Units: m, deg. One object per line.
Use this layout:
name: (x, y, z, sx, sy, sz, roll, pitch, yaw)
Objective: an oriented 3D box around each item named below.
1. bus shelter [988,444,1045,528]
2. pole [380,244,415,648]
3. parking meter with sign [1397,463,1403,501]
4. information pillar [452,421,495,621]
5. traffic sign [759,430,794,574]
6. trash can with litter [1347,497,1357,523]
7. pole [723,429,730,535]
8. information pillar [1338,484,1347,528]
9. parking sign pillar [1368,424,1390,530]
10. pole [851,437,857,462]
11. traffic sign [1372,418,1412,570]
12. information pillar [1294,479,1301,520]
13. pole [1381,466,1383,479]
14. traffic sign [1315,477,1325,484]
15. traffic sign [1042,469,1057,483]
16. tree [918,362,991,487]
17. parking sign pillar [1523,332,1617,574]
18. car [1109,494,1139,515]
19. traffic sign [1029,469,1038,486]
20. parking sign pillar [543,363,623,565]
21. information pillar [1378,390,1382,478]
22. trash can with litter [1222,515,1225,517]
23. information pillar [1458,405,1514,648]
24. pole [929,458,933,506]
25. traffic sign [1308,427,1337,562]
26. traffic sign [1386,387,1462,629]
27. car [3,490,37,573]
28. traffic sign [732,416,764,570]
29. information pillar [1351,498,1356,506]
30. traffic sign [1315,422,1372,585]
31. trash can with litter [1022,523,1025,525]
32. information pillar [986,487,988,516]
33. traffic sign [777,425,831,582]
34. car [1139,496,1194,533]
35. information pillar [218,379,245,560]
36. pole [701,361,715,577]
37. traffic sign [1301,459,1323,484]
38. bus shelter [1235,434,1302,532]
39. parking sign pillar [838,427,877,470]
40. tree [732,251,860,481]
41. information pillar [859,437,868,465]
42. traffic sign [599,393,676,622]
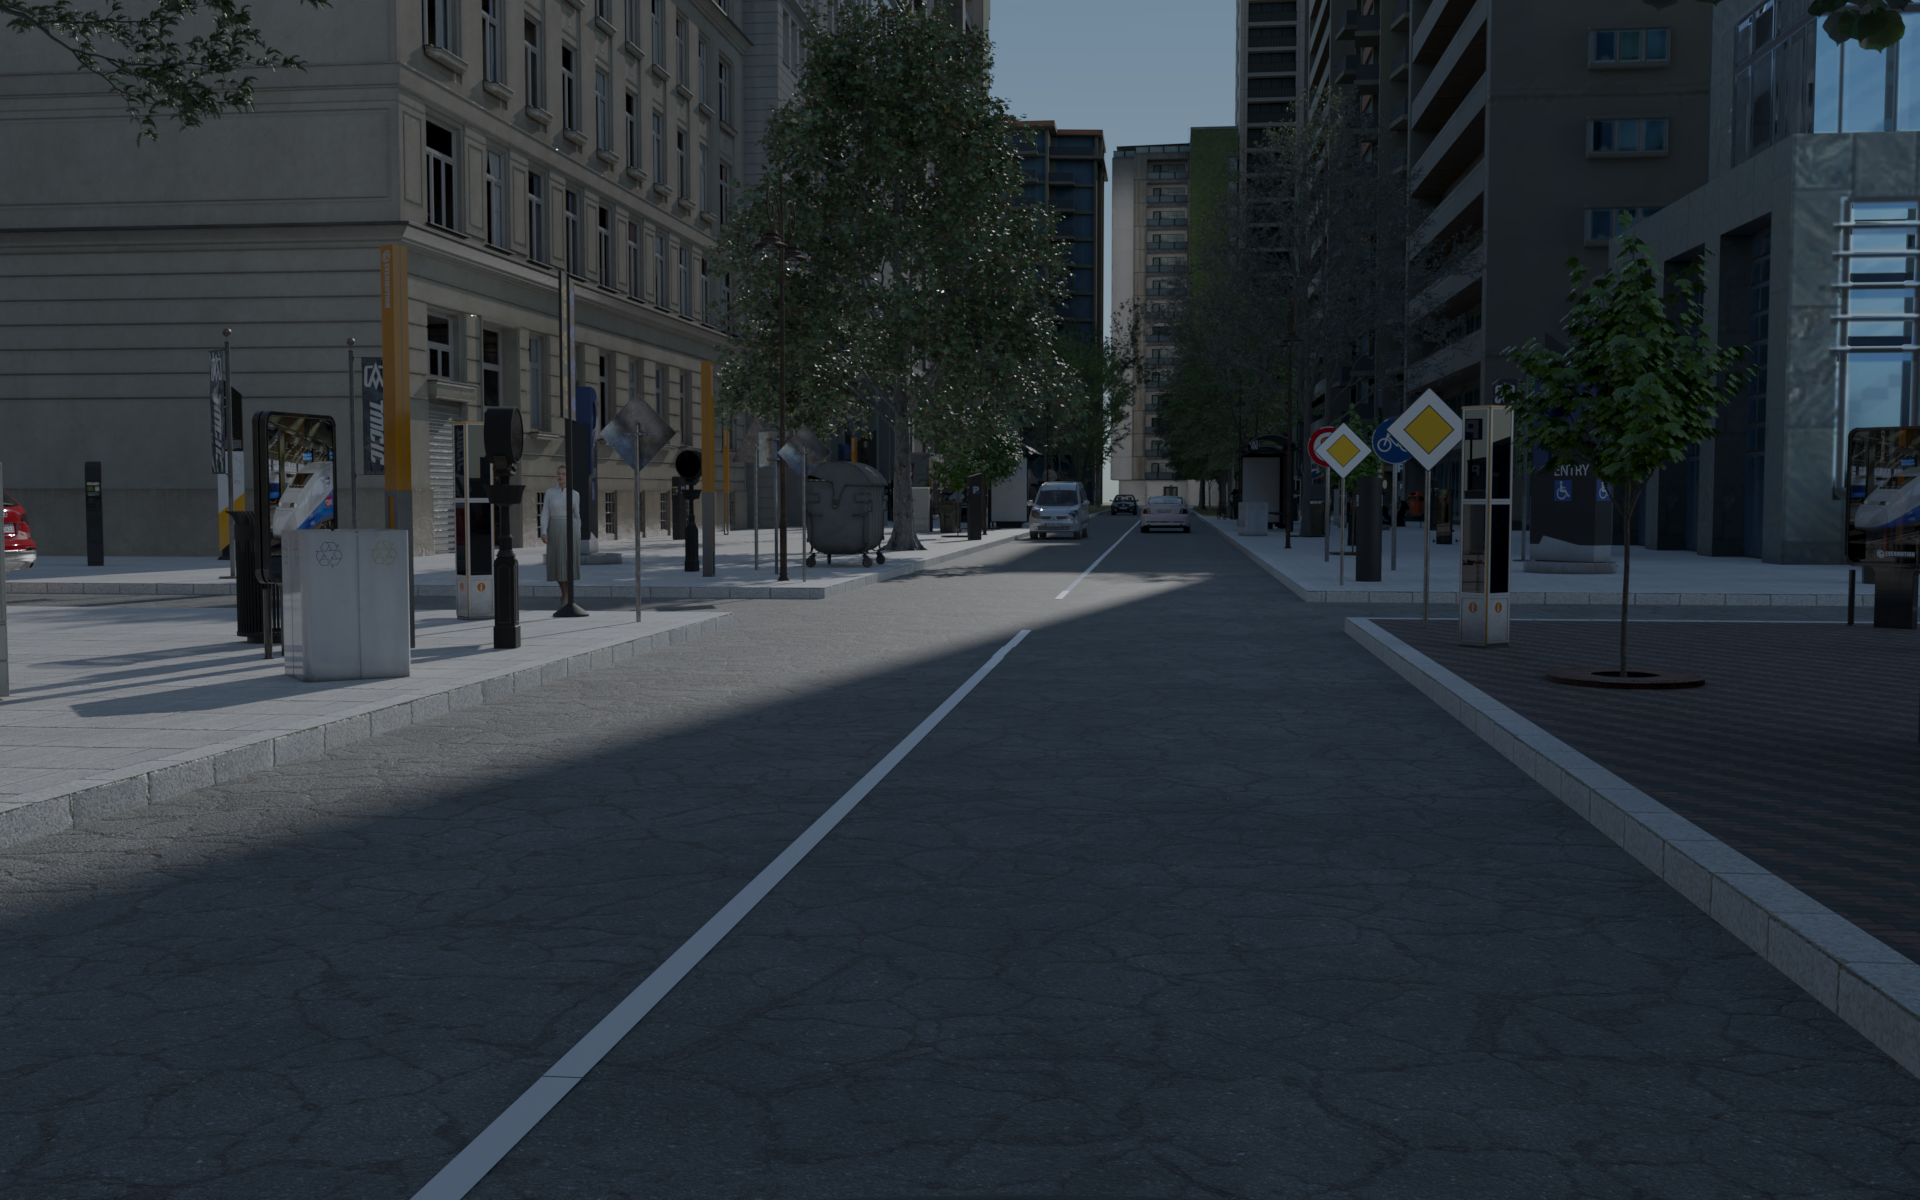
bus shelter: (2.103, -4.520, 67.833, 2.014, 3.302, 5.546, 0, 4, 7)
pole: (-4.647, -1.252, 14.311, 0.158, 3.312, 0.155, 0, 3, 0)
parking meter with sign: (24.577, -6.128, 96.460, 0.543, 3.016, 1.738, 1, 4, 12)
information pillar: (-4.958, -0.806, 17.678, 0.304, 2.012, 0.304, -3, 5, -40)
traffic sign: (-2.931, -1.559, 27.625, 0.606, 2.300, 0.079, 1, 4, 16)
trash can with litter: (17.387, -3.971, 76.316, 0.624, 1.170, 1.055, -1, 4, -14)
pole: (-7.330, -3.699, 54.330, 0.158, 3.312, 0.155, 0, 3, 0)
information pillar: (14.567, -3.755, 65.892, 0.304, 2.012, 0.304, 1, 4, 17)
parking sign pillar: (14.640, -4.485, 61.803, 1.447, 3.967, 1.447, 1, 4, 17)
pole: (-3.812, -4.196, 62.446, 0.158, 3.312, 0.155, 0, 3, 0)
traffic sign: (7.287, -1.769, 29.031, 0.768, 2.556, 0.104, 1, 4, 14)
information pillar: (16.904, -5.048, 87.028, 0.304, 2.012, 0.304, -1, 4, -19)
pole: (23.491, -6.283, 96.563, 0.158, 3.312, 0.155, 0, 3, 0)
traffic sign: (12.773, -3.801, 62.146, 0.884, 2.594, 0.081, 1, 4, 12)
traffic sign: (4.609, -5.451, 89.225, 0.768, 2.556, 0.104, 0, 4, 8)
tree: (-0.407, -7.960, 80.501, 4.737, 8.622, 4.395, 0, 3, 0)
parking sign pillar: (9.976, -2.432, 28.241, 1.447, 3.967, 1.447, -2, 4, -31)
car: (11.289, -6.676, 118.938, 2.009, 1.686, 4.222, 0, 4, 8)
traffic sign: (3.541, -5.397, 88.248, 0.884, 2.594, 0.081, 1, 4, 10)
parking sign pillar: (-6.945, -2.649, 31.785, 1.447, 3.967, 1.447, 0, 4, -5)
information pillar: (9.391, -2.902, 38.796, 0.183, 3.616, 0.504, 1, 4, 12)
trash can with litter: (15.148, -5.132, 94.966, 1.678, 1.210, 2.233, -3, 5, -43)
information pillar: (4.408, -0.613, 14.516, 0.304, 2.012, 0.304, -2, 4, -33)
pole: (-1.626, -6.334, 97.397, 0.158, 3.312, 0.155, 0, 3, 0)
traffic sign: (6.963, -2.000, 32.801, 0.768, 2.556, 0.104, 0, 4, 8)
traffic sign: (4.416, -0.779, 16.378, 0.795, 2.450, 0.064, 0, 4, 7)
car: (-15.467, -0.913, 23.605, 5.304, 1.827, 2.281, 0, 4, 5)
traffic sign: (-3.419, -1.776, 29.040, 0.884, 2.594, 0.081, 1, 4, 15)
information pillar: (13.333, -4.120, 58.709, 0.183, 3.616, 0.504, 0, 4, 3)
traffic sign: (5.367, -1.264, 24.307, 0.795, 2.450, 0.064, 0, 4, 7)
trash can with litter: (2.252, -3.674, 71.451, 0.624, 1.170, 1.055, -3, 5, -43)
information pillar: (1.394, -5.827, 99.768, 0.304, 2.012, 0.304, 3, 4, 37)
traffic sign: (-2.270, -1.321, 25.240, 0.795, 2.450, 0.064, 0, 4, 7)
car: (7.771, -3.238, 65.298, 2.083, 1.381, 4.827, 0, 4, 8)
information pillar: (-14.183, -2.587, 33.645, 0.504, 3.616, 0.183, -1, 4, -14)
pole: (-3.893, -2.014, 26.767, 0.158, 3.312, 0.155, 0, 3, 0)
traffic sign: (11.977, -3.594, 58.873, 0.768, 2.556, 0.104, 1, 4, 13)
bus shelter: (10.760, -4.090, 60.788, 2.014, 3.302, 5.546, 0, 4, 7)
parking sign pillar: (-4.129, -5.103, 71.899, 1.447, 3.967, 1.447, -1, 4, -11)
tree: (-4.393, -6.135, 50.674, 4.360, 8.622, 3.978, 0, 3, 0)
information pillar: (-3.465, -4.337, 62.267, 0.183, 3.616, 0.504, 2, 4, 32)
traffic sign: (-3.221, -0.836, 17.311, 0.795, 2.450, 0.064, 0, 4, 7)
